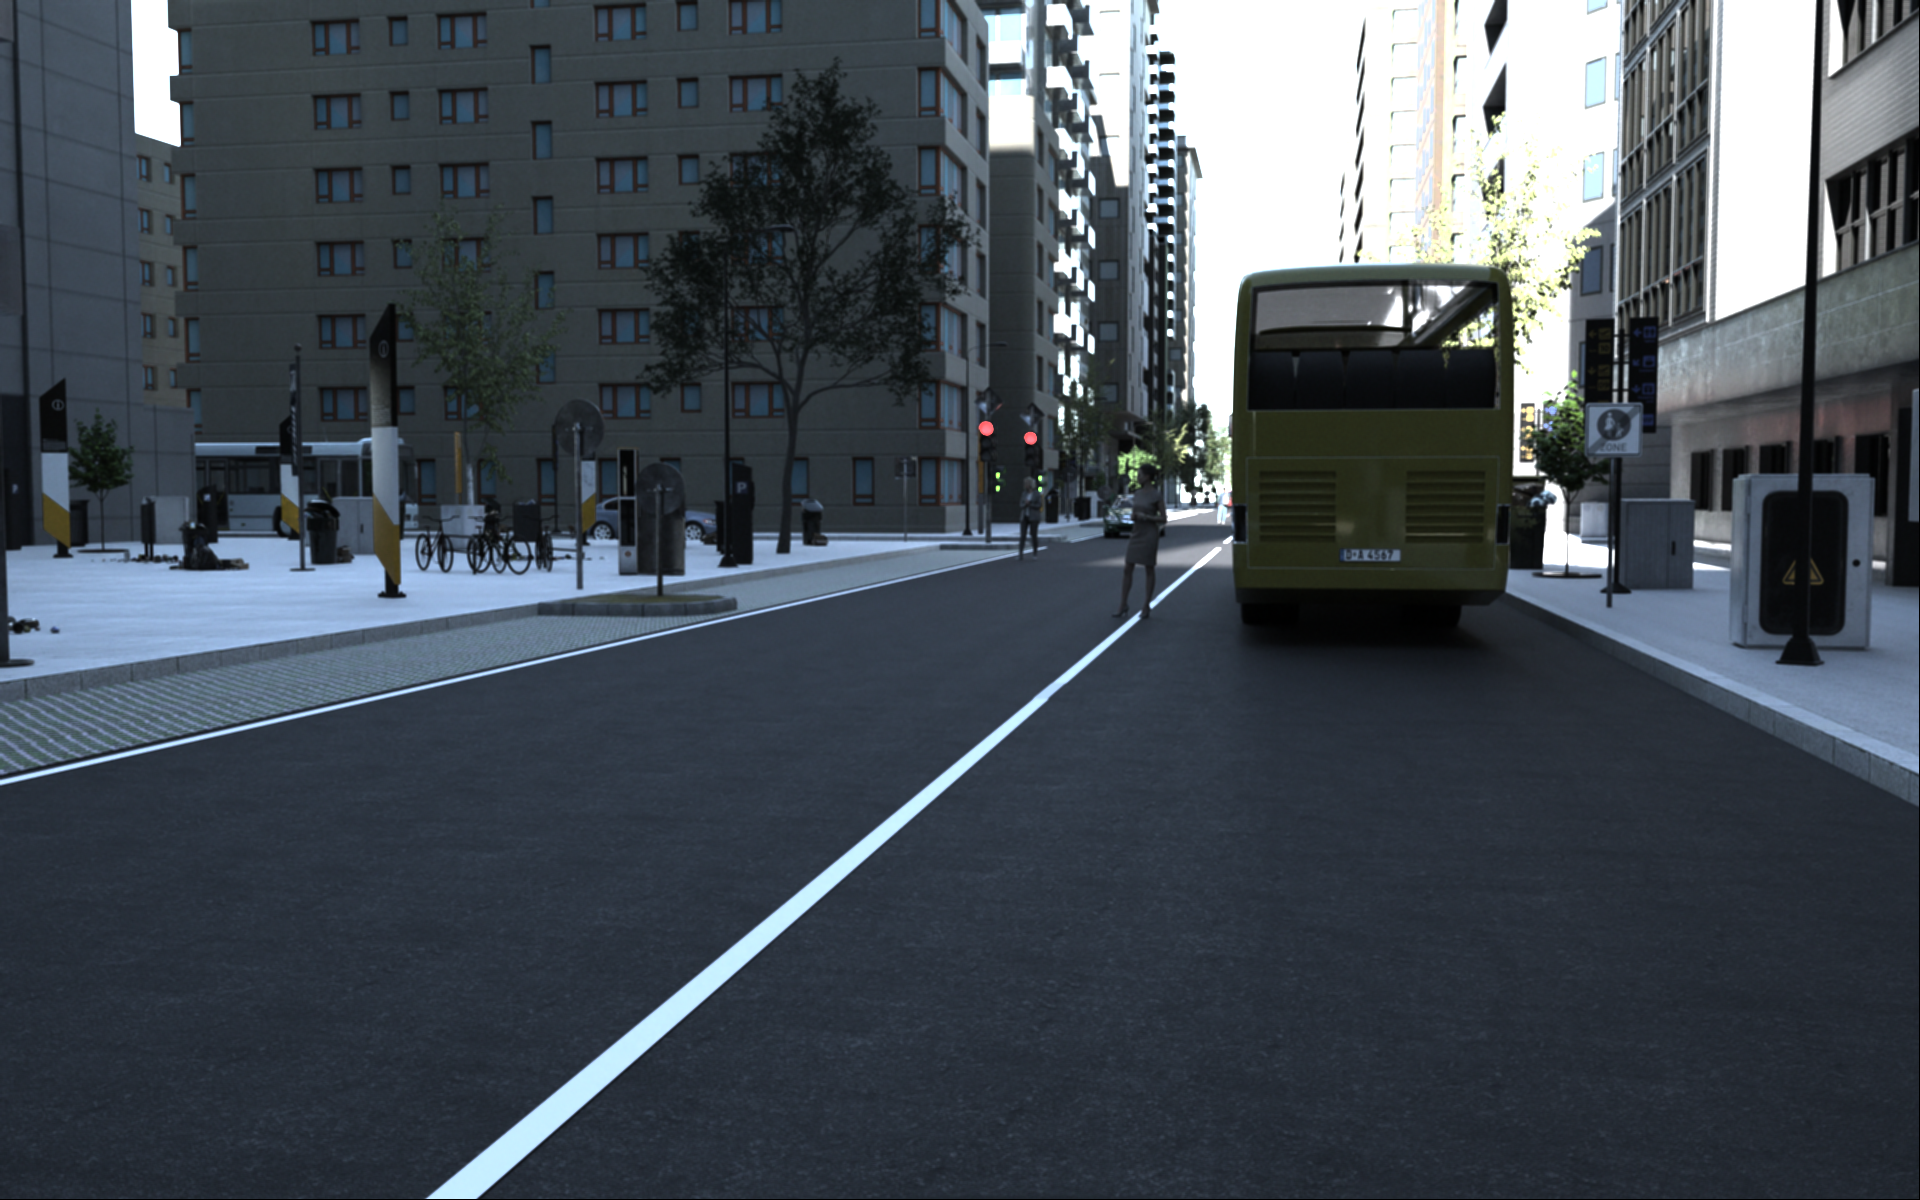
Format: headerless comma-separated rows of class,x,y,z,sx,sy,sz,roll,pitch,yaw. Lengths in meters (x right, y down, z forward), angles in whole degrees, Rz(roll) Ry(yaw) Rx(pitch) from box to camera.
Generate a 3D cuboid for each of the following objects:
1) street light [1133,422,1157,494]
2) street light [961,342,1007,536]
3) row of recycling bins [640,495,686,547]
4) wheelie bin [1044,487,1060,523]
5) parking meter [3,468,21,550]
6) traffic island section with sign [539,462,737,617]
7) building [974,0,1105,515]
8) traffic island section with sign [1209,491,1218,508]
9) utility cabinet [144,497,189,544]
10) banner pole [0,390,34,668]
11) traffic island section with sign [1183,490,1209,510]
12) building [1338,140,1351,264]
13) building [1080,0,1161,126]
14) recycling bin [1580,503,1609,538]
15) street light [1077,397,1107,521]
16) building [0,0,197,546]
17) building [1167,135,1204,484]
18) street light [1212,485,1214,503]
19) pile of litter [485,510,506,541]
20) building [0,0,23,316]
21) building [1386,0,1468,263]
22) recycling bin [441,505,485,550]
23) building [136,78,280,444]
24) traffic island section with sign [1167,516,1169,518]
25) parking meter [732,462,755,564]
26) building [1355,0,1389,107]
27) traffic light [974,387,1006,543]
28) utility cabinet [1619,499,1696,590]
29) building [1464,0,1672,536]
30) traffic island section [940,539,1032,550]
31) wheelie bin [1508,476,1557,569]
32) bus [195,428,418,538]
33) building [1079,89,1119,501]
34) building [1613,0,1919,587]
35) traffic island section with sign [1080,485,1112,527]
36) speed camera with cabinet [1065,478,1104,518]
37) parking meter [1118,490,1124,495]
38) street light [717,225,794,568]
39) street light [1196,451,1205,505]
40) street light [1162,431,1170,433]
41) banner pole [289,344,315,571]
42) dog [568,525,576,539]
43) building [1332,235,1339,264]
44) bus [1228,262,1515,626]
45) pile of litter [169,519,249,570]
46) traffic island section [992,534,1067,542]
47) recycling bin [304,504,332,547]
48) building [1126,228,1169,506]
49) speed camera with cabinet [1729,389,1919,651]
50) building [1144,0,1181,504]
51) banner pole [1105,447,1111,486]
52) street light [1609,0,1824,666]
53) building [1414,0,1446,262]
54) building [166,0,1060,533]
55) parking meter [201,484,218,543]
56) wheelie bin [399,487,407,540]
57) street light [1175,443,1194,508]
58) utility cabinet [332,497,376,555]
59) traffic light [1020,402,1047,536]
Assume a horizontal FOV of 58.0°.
street light,11.854,-8.564,112.568,1.470,5.913,1.316,1,4,11
street light,0.760,-4.936,53.245,1.470,5.913,1.316,1,4,11
row of recycling bins,-7.318,-2.111,41.634,1.069,1.692,3.534,-1,4,-22
wheelie bin,4.075,-4.188,76.377,0.693,1.594,0.980,0,4,4
parking meter,-21.661,-2.068,39.524,0.255,1.863,0.399,0,4,4
traffic island section with sign,-3.811,-0.761,21.071,1.989,1.847,2.006,1,4,11
building,-3.495,-29.897,108.420,23.786,49.044,30.456,1,4,11
traffic island section with sign,25.432,-10.348,177.814,1.989,1.847,2.006,1,4,11
utility cabinet,-20.228,-2.020,44.185,1.020,1.237,0.306,0,4,-3
banner pole,-7.356,-1.403,12.964,0.863,3.779,0.401,2,4,30
traffic island section with sign,20.486,-8.727,151.315,1.989,1.847,2.006,1,4,11
building,60.012,-36.700,223.753,21.300,48.544,21.600,1,4,11
building,4.022,-35.370,167.537,28.713,52.752,27.495,1,4,11
recycling bin,18.652,-2.344,50.874,0.722,1.027,0.722,2,4,26
street light,6.380,-6.777,83.337,1.470,5.913,1.316,1,4,11
building,-33.725,-36.747,39.059,20.611,71.187,20.563,1,4,11
building,21.366,-40.993,259.470,28.713,52.752,27.495,1,4,11
street light,30.073,-14.537,210.222,1.470,5.913,1.316,1,4,11
pile of litter,-13.058,-2.053,47.539,1.176,0.858,1.719,-2,4,-32
building,-23.956,-23.827,9.180,23.786,49.044,30.456,1,4,11
building,40.858,-27.749,137.289,14.154,41.232,14.086,1,4,11
recycling bin,-11.485,-1.681,40.031,0.722,1.027,0.722,2,4,25
building,-53.975,-14.557,83.046,28.899,21.520,27.650,1,4,11
traffic island section with sign,11.274,-5.704,101.893,1.989,1.847,2.006,1,4,11
parking meter,-3.953,-1.584,31.615,0.399,1.863,0.255,0,4,0
building,46.453,-32.481,154.766,21.300,48.544,21.600,1,4,11
traffic light,0.759,-3.443,45.211,0.839,4.253,0.868,1,4,11
utility cabinet,9.400,-0.750,23.428,1.020,1.237,0.306,-1,4,-11
building,32.683,-31.559,57.988,28.212,58.520,21.231,1,4,11
traffic island section,0.721,-1.411,45.353,2.009,0.180,2.903,1,4,11
wheelie bin,9.720,-1.332,29.680,0.980,1.594,0.693,1,4,9
bus,-22.639,-3.598,53.689,13.247,3.499,2.948,1,4,12
building,-2.303,-27.546,142.265,32.217,40.220,23.993,1,4,11
building,18.719,-12.465,22.870,14.314,24.678,30.058,1,4,11
traffic island section with sign,6.301,-4.075,75.248,1.989,1.847,2.006,1,4,11
speed camera with cabinet,6.647,-5.996,92.368,2.038,3.252,0.660,0,4,7
parking meter,10.279,-6.248,110.559,0.372,1.533,0.369,0,3,0
street light,-3.546,-3.523,30.138,1.470,5.913,1.316,1,4,11
street light,25.800,-13.134,187.273,1.470,5.913,1.316,1,4,11
street light,14.877,-9.537,128.472,1.470,5.913,1.316,1,4,11
banner pole,-11.156,-2.393,29.143,0.401,3.779,0.863,-2,4,-33
dog,-11.402,-1.976,51.601,0.406,0.507,0.540,1,4,10
building,65.426,-36.028,272.644,14.154,41.232,14.086,1,4,11
bus,4.758,-1.850,21.796,2.896,3.916,12.252,1,4,9
pile of litter,-12.875,-0.960,29.669,1.176,0.858,1.719,-3,4,-36
traffic island section,2.185,-1.891,53.203,2.009,0.180,2.903,1,4,11
recycling bin,-15.549,-1.827,42.430,0.722,1.027,0.722,2,4,35
building,14.996,-25.432,187.510,14.160,30.474,14.107,1,4,11
speed camera with cabinet,7.522,-1.219,14.269,2.038,3.252,0.660,1,4,13
building,18.582,-56.010,228.433,22.319,86.520,31.000,1,4,11
banner pole,7.976,-6.318,93.314,0.401,3.779,0.863,-1,4,-16
street light,5.825,-2.476,13.029,1.470,5.913,1.316,1,4,11
building,34.343,-27.612,101.569,14.600,45.320,14.200,1,4,11
building,-11.421,-13.911,72.480,27.650,21.520,28.899,1,4,11
parking meter,-19.649,-2.259,45.338,0.372,1.533,0.369,0,3,0
wheelie bin,-15.923,-2.483,48.512,0.693,1.594,0.980,2,4,27
street light,20.282,-11.343,157.994,1.470,5.913,1.316,1,4,11
utility cabinet,-12.812,-1.569,36.814,1.020,1.237,0.306,1,4,13
traffic light,2.223,-3.923,53.061,0.839,4.253,0.868,1,4,11
